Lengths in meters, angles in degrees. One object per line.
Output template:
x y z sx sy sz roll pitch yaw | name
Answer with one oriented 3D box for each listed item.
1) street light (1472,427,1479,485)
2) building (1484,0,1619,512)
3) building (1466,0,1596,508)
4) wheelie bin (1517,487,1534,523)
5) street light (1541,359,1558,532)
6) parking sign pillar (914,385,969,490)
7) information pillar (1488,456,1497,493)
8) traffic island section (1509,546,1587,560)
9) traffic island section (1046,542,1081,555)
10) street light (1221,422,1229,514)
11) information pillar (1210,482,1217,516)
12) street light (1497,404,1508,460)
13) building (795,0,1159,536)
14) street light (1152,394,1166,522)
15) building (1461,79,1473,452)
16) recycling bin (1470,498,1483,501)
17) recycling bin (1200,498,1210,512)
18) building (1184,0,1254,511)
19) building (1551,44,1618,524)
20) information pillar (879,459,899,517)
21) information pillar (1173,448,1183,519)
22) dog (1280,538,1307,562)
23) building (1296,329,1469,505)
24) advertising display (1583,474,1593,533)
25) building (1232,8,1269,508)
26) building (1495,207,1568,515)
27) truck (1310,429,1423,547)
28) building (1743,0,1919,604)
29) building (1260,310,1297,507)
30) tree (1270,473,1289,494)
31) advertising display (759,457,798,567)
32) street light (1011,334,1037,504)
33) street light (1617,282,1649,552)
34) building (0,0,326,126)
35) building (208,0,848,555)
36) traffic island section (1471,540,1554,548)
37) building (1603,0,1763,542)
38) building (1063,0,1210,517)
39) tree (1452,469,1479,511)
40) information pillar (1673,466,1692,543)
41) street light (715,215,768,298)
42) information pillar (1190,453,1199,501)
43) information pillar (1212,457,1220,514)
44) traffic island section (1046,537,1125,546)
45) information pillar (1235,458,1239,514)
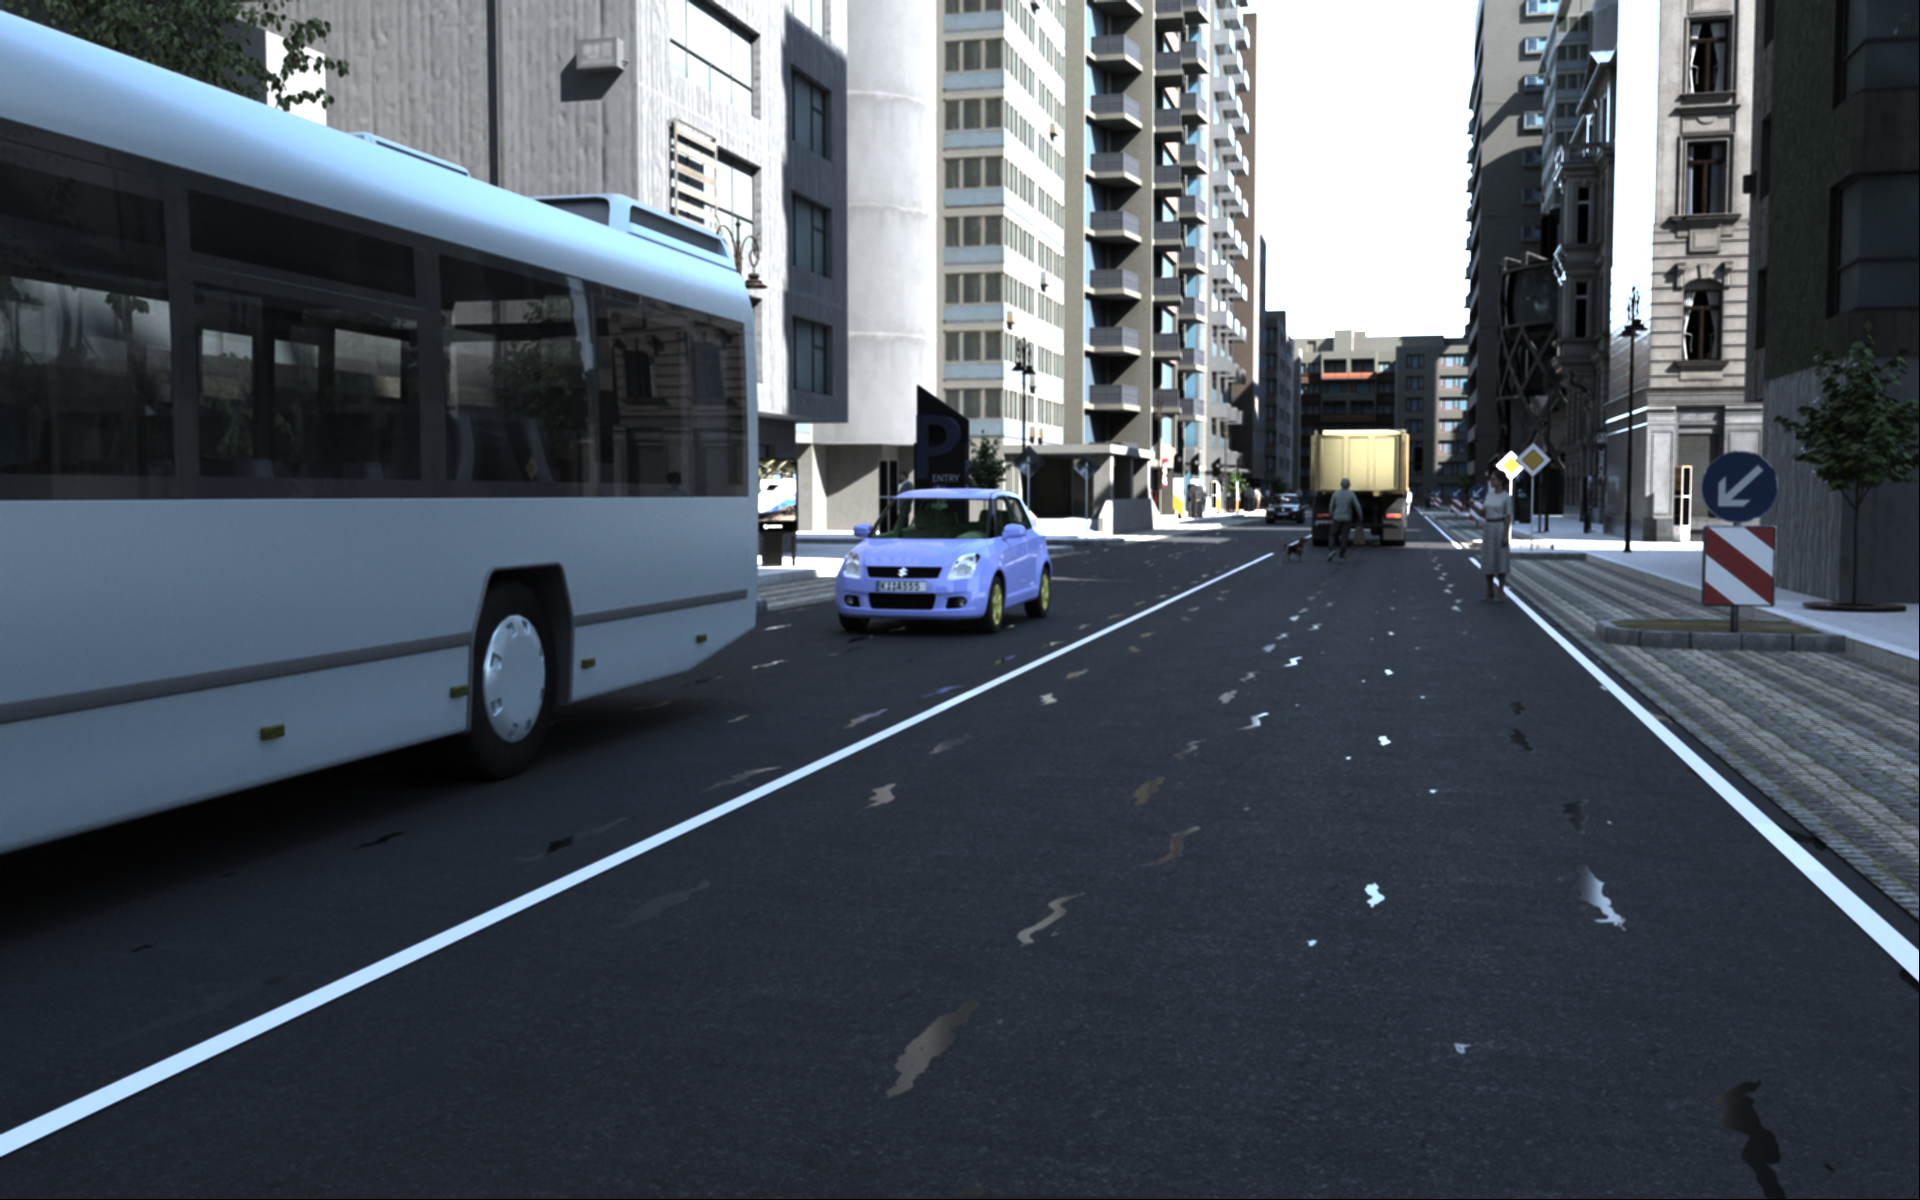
35.185 -8.901 118.325 0.468 5.910 1.993 1 4 14 | street light
55.584 -26.547 125.920 32.217 40.220 23.993 1 4 14 | building
55.547 -32.158 149.479 21.300 48.544 21.600 1 4 14 | building
24.868 -4.175 76.162 0.693 1.594 0.980 1 4 19 | wheelie bin
20.077 -5.280 59.111 0.468 5.910 1.993 1 4 14 | street light
-0.452 -3.308 42.564 1.447 3.967 1.447 1 4 15 | parking sign pillar
32.267 -6.947 104.939 0.504 3.616 0.183 0 4 7 | information pillar
12.894 -1.020 38.962 2.009 0.180 2.903 1 4 14 | traffic island section
1.611 -1.195 41.825 2.009 0.180 2.903 1 4 14 | traffic island section
16.753 -8.346 109.252 0.468 5.910 1.993 1 4 14 | street light
14.819 -5.917 101.228 0.304 2.012 0.304 -1 4 -12 | information pillar
27.771 -7.098 88.845 0.468 5.910 1.993 1 4 14 | street light
-9.069 -22.996 67.870 32.217 40.220 23.993 1 4 14 | building
9.164 -6.546 79.817 0.468 5.910 1.993 1 4 14 | street light
62.256 -31.759 173.880 22.147 44.769 28.867 1 4 14 | building
32.449 -5.888 108.826 0.722 1.027 0.722 0 4 8 | recycling bin
17.434 -6.760 123.086 0.722 1.027 0.722 -3 4 -36 | recycling bin
11.388 -31.853 140.412 23.786 49.044 30.456 1 4 14 | building
34.076 -15.782 77.115 14.460 24.649 34.723 1 4 14 | building
-1.518 -1.979 36.843 0.304 2.012 0.304 3 5 42 | information pillar
11.200 -5.963 88.845 0.504 3.616 0.183 2 4 24 | information pillar
7.115 -1.079 36.934 0.540 0.507 0.406 0 4 7 | dog
49.020 -22.788 217.619 28.899 21.520 27.650 1 4 14 | building
20.583 -3.155 56.799 0.123 1.923 0.974 2 4 29 | advertising display
21.002 -31.252 161.083 14.600 45.320 14.200 1 4 14 | building
42.283 -14.723 108.168 16.820 18.784 16.811 1 4 14 | building
11.884 -3.375 51.099 3.469 3.379 9.791 1 4 14 | truck
18.868 -15.458 24.437 14.160 30.474 14.107 1 4 14 | building
20.380 -20.885 186.506 28.899 21.520 27.650 1 4 14 | building
29.453 -10.110 159.896 1.663 3.219 1.824 0 3 0 | tree
-3.317 -1.547 30.499 0.974 1.923 0.123 -2 4 -31 | advertising display
1.850 -4.736 50.216 0.468 5.910 1.993 1 4 14 | street light
14.718 -3.989 38.013 0.468 5.910 1.993 1 4 14 | street light
-24.776 -26.187 17.392 28.713 52.752 27.495 1 4 14 | building
-10.206 -21.527 35.562 14.086 41.232 14.154 1 4 14 | building
14.862 -1.494 46.702 2.009 0.180 2.903 1 4 14 | traffic island section
28.090 -12.170 48.123 18.267 20.994 9.793 1 4 14 | building
2.597 -27.298 100.940 22.147 44.769 28.867 1 4 14 | building
39.424 -8.596 135.149 1.663 3.219 1.824 0 3 0 | tree
19.010 -2.514 45.594 0.304 2.012 0.304 -1 4 -18 | information pillar
-3.690 -3.436 28.966 0.468 5.910 1.993 1 4 14 | street light
13.289 -6.524 98.016 0.504 3.616 0.183 -1 4 -18 | information pillar
16.128 -7.192 108.947 0.504 3.616 0.183 0 4 6 | information pillar
3.579 -1.669 49.565 2.009 0.180 2.903 1 4 14 | traffic island section
18.079 -7.437 112.945 0.183 3.616 0.504 0 4 5 | information pillar
